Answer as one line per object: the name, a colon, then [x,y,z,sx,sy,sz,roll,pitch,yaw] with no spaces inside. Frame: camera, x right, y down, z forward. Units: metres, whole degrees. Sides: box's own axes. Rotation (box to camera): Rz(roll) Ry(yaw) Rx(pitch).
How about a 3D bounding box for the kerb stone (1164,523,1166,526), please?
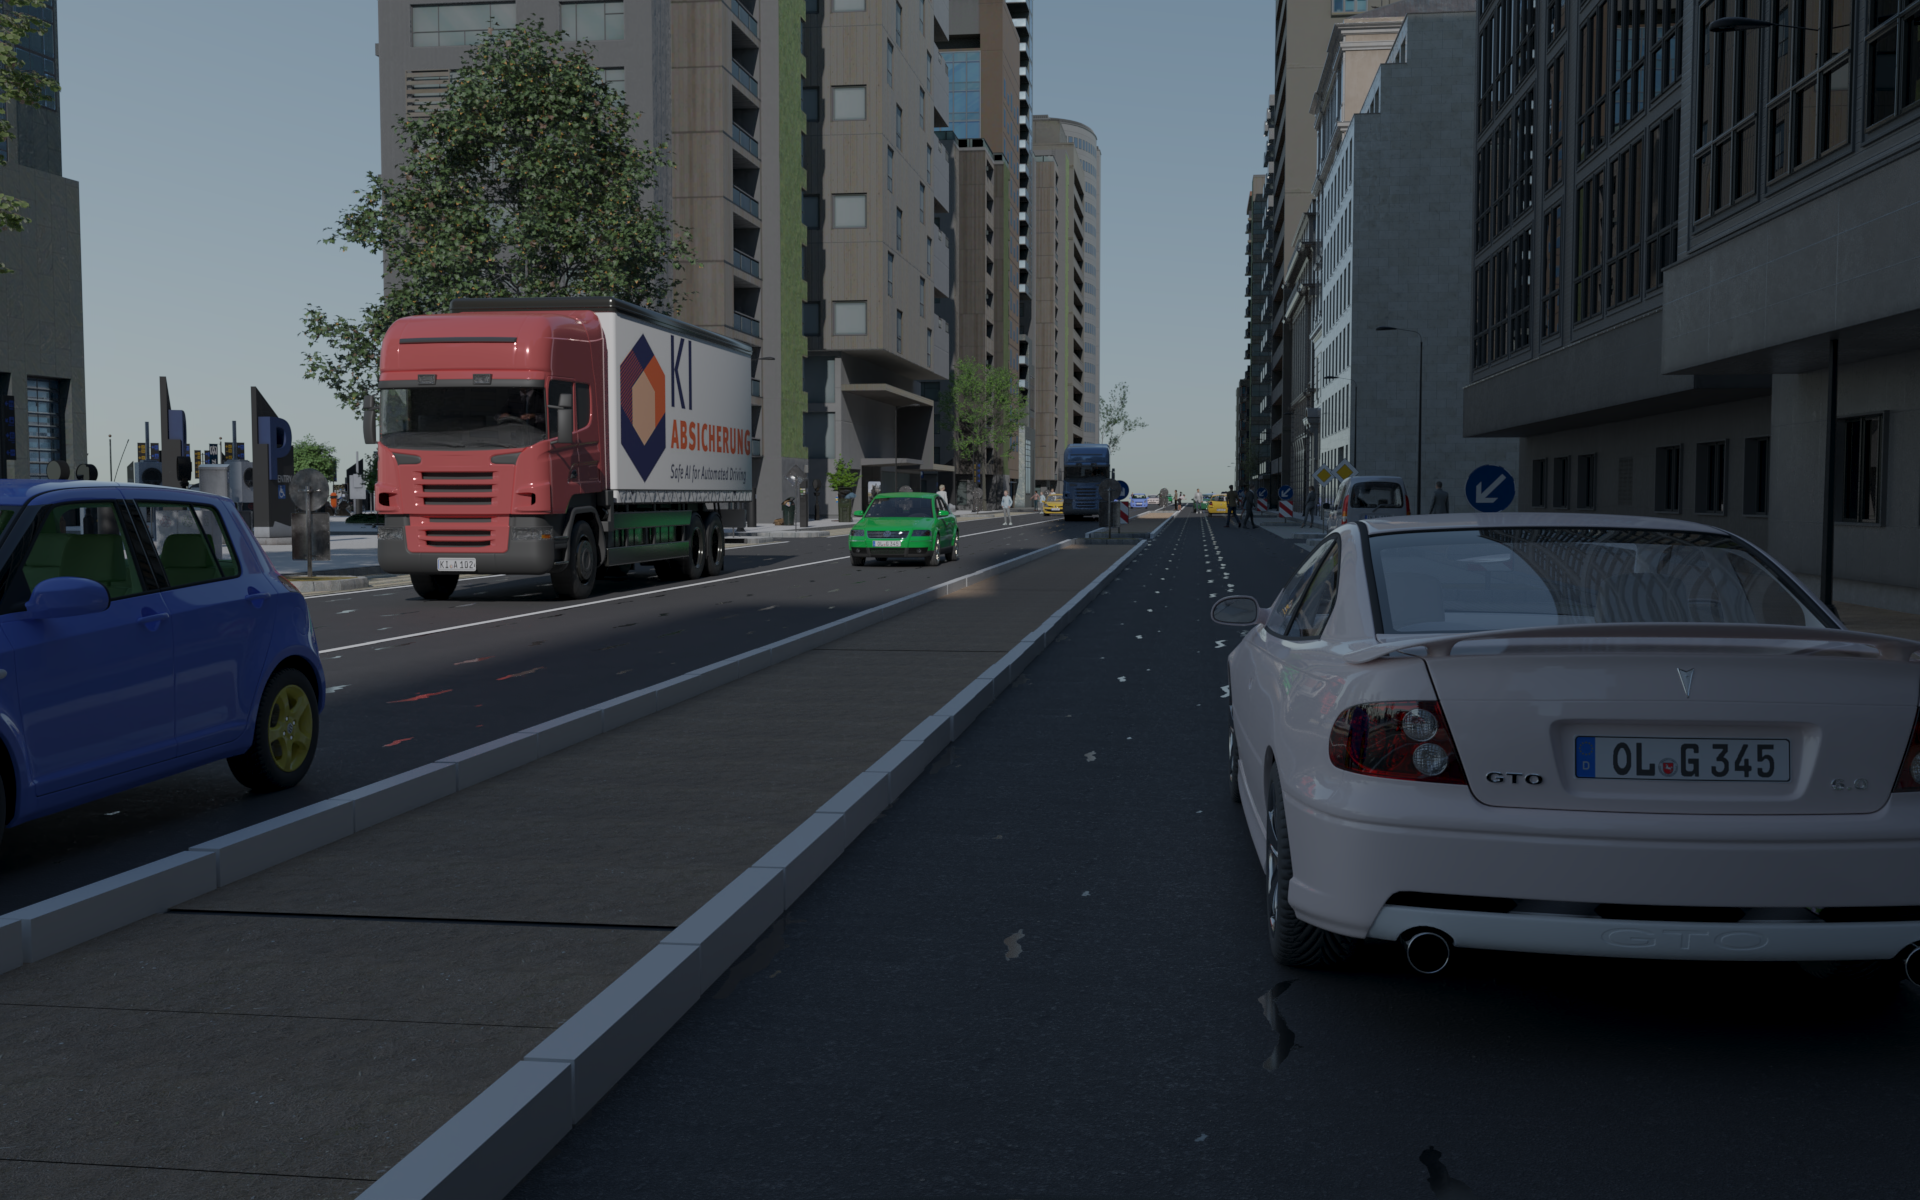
kerb stone: [8.269,-2.990,71.074,0.120,0.150,1.000,0,4,8]

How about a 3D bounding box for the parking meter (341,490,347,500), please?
parking meter: [-40.999,-6.541,115.362,0.372,1.533,0.369,0,3,0]

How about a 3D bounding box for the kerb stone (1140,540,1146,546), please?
kerb stone: [4.700,-1.402,45.116,0.120,0.150,1.000,0,4,8]

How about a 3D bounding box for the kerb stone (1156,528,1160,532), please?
kerb stone: [6.878,-2.369,60.936,0.120,0.150,1.000,0,4,8]

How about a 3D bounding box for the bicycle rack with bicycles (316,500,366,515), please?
bicycle rack with bicycles: [-37.915,-5.700,106.575,2.925,0.926,2.852,0,4,5]

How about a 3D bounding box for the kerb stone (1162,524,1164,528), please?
kerb stone: [7.847,-2.801,68.038,0.120,0.150,1.000,0,4,8]

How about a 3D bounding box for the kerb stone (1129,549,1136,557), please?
kerb stone: [3.729,-0.965,37.986,0.120,0.150,1.000,0,4,8]

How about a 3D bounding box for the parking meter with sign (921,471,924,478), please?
parking meter with sign: [-3.315,-8.178,129.975,0.543,3.016,1.738,1,4,22]

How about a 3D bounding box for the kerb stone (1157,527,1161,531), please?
kerb stone: [7.012,-2.431,61.949,0.120,0.150,1.000,0,4,8]

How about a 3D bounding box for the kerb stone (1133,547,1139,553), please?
kerb stone: [4.002,-1.084,40.016,0.120,0.150,1.000,0,4,8]

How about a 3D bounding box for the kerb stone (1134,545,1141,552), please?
kerb stone: [4.147,-1.152,41.035,0.120,0.150,1.000,0,4,8]

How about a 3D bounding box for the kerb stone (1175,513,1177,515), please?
kerb stone: [12.989,-5.100,105.579,0.120,0.150,1.000,0,4,8]

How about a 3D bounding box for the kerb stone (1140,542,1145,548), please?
kerb stone: [4.570,-1.335,44.102,0.120,0.150,1.000,0,4,8]

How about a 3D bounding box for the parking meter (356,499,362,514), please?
parking meter: [-29.903,-4.749,86.064,0.372,1.533,0.369,0,3,0]

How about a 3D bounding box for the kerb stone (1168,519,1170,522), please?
kerb stone: [9.659,-3.610,81.216,0.120,0.150,1.000,0,4,8]

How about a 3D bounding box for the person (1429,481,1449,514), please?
person: [14.159,-2.605,51.194,0.694,1.812,0.767,-1,4,-19]

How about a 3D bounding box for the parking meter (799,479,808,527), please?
parking meter: [-6.002,-3.722,66.565,0.255,1.863,0.399,1,4,9]

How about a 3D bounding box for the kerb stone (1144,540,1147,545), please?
kerb stone: [4.846,-1.461,46.128,0.120,0.150,1.000,0,4,8]

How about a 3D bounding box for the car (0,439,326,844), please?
car: [-4.221,0.144,7.235,1.945,1.707,3.694,0,4,7]

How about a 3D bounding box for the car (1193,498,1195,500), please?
car: [30.910,-12.826,222.285,1.945,1.354,3.894,1,4,9]

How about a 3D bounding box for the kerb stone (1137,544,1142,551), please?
kerb stone: [4.285,-1.215,42.062,0.120,0.150,1.000,0,4,8]

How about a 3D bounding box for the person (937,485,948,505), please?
person: [-0.798,-4.226,77.479,0.514,1.842,0.818,0,3,0]

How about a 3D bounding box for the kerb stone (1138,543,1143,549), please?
kerb stone: [4.426,-1.269,43.090,0.120,0.150,1.000,0,4,8]

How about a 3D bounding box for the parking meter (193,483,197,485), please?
parking meter: [-39.567,-5.141,89.761,0.399,1.863,0.255,0,4,-1]

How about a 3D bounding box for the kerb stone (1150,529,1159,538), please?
kerb stone: [6.732,-2.301,59.924,0.120,0.150,1.000,0,4,8]

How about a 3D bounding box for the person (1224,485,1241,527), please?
person: [11.740,-4.039,74.448,0.836,1.842,0.656,3,4,38]

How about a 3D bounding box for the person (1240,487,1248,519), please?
person: [16.056,-5.423,97.261,0.616,1.811,0.778,3,5,42]

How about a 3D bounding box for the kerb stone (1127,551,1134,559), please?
kerb stone: [3.589,-0.903,36.959,0.120,0.150,1.000,0,4,8]

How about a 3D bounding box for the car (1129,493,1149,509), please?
car: [17.606,-9.820,170.154,1.945,1.707,3.694,0,4,6]

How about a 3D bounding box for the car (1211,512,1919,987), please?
car: [2.014,0.356,6.534,2.083,1.381,4.827,0,4,6]

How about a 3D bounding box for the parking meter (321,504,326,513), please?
parking meter: [-28.082,-4.312,76.209,0.255,1.863,0.399,-2,4,-26]

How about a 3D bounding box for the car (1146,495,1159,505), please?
car: [25.870,-13.440,232.101,2.083,1.381,4.827,1,4,8]

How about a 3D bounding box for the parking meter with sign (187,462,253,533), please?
parking meter with sign: [-19.049,-2.937,44.273,1.738,3.016,0.543,-1,4,-14]

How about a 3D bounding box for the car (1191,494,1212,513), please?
car: [19.043,-7.515,134.671,2.131,1.459,4.920,0,4,7]

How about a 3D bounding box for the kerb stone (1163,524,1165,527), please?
kerb stone: [7.986,-2.865,69.050,0.120,0.150,1.000,0,4,8]

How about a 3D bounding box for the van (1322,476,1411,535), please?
van: [9.617,-2.070,40.852,2.013,2.044,4.112,0,4,7]

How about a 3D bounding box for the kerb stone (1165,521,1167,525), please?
kerb stone: [8.813,-3.238,75.140,0.120,0.150,1.000,0,4,8]

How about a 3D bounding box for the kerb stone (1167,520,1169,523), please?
kerb stone: [9.235,-3.424,78.180,0.120,0.150,1.000,0,4,8]

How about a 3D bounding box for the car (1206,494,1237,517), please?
car: [16.693,-6.132,110.485,2.015,1.641,3.980,1,4,9]

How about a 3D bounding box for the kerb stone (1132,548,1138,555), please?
kerb stone: [3.863,-1.028,39.000,0.120,0.150,1.000,0,4,8]

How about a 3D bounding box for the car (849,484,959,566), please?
car: [-1.111,-1.650,35.767,1.959,1.807,4.718,0,4,7]

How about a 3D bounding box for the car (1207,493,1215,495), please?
car: [24.605,-9.804,169.879,1.945,1.707,3.694,0,4,6]

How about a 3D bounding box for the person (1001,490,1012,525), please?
person: [2.156,-4.292,80.486,0.589,1.601,0.330,3,4,39]

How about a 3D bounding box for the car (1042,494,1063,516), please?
car: [6.388,-6.303,113.285,2.015,1.641,3.980,0,4,7]

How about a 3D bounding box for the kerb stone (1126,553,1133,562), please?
kerb stone: [3.452,-0.841,35.946,0.120,0.150,1.000,0,4,8]

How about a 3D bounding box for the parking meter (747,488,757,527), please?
parking meter: [-8.036,-3.572,66.818,0.372,1.533,0.369,0,3,0]

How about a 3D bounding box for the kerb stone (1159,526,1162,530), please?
kerb stone: [7.292,-2.555,63.977,0.120,0.150,1.000,0,4,8]

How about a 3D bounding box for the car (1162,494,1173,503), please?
car: [33.722,-16.712,282.032,1.959,1.807,4.718,0,4,7]

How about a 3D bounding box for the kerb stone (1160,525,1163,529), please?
kerb stone: [7.436,-2.618,64.998,0.120,0.150,1.000,0,4,8]
